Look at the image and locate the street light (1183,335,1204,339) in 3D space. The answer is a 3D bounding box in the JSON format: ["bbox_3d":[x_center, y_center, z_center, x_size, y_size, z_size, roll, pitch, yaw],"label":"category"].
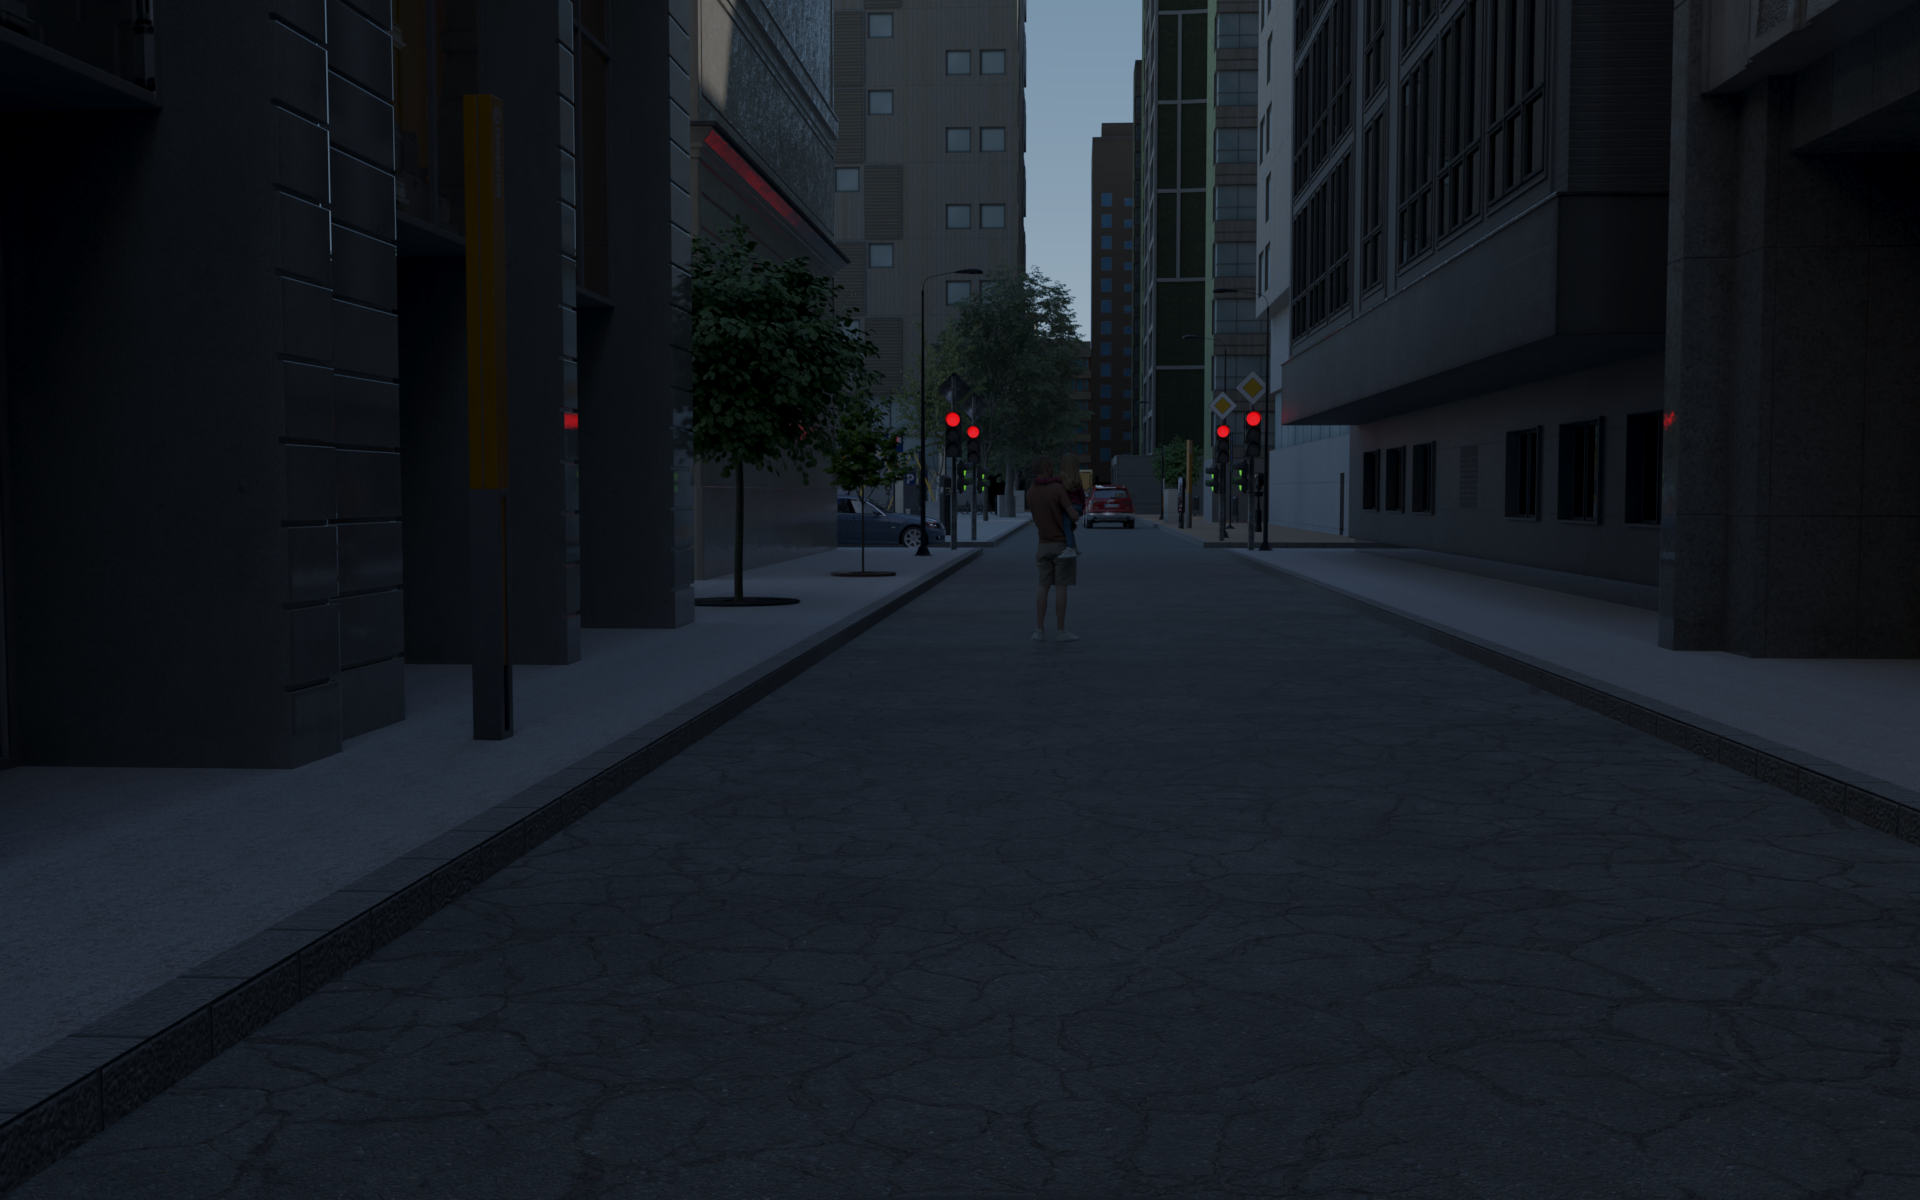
[{"bbox_3d":[7.202,-4.780,50.692,1.470,5.913,1.316,0,4,4],"label":"street light"}]

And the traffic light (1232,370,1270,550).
[{"bbox_3d":[6.624,-3.089,39.427,0.839,4.253,0.868,0,4,4],"label":"traffic light"}]

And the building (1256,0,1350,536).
[{"bbox_3d":[24.455,-28.638,57.469,27.495,52.752,28.713,0,4,4],"label":"building"}]

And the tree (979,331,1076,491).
[{"bbox_3d":[4.285,-12.205,117.672,7.486,12.596,7.792,0,3,0],"label":"tree"}]

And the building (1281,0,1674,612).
[{"bbox_3d":[13.454,-14.225,26.091,14.314,27.812,24.014,0,4,4],"label":"building"}]

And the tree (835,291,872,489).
[{"bbox_3d":[-4.640,-6.633,58.819,4.360,8.622,3.978,0,3,0],"label":"tree"}]

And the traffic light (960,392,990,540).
[{"bbox_3d":[0.404,-3.603,47.824,0.839,4.253,0.868,0,4,4],"label":"traffic light"}]

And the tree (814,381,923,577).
[{"bbox_3d":[-1.618,-1.985,27.058,1.663,3.219,1.824,0,3,0],"label":"tree"}]

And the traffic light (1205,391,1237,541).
[{"bbox_3d":[7.151,-3.576,47.395,0.839,4.253,0.868,0,4,4],"label":"traffic light"}]

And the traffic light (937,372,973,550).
[{"bbox_3d":[-0.123,-3.115,39.856,0.839,4.253,0.868,0,4,4],"label":"traffic light"}]

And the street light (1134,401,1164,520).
[{"bbox_3d":[9.546,-6.965,86.414,1.470,5.913,1.316,0,4,4],"label":"street light"}]

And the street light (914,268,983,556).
[{"bbox_3d":[-0.228,-3.869,35.793,1.470,5.913,1.316,0,4,4],"label":"street light"}]

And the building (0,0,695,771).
[{"bbox_3d":[-8.991,-13.738,2.105,11.434,29.767,29.804,0,4,4],"label":"building"}]

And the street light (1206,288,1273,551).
[{"bbox_3d":[6.379,-4.071,39.095,1.470,5.913,1.316,0,4,4],"label":"street light"}]

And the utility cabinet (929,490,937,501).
[{"bbox_3d":[-1.154,-5.469,98.093,1.173,1.500,0.318,-1,4,-9],"label":"utility cabinet"}]

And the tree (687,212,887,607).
[{"bbox_3d":[-2.555,-2.231,20.197,4.285,4.588,4.351,0,3,0],"label":"tree"}]

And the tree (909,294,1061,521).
[{"bbox_3d":[0.989,-9.027,81.998,8.767,10.594,7.601,3,5,40],"label":"tree"}]

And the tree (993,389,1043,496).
[{"bbox_3d":[3.418,-9.436,104.644,4.360,8.622,3.978,0,3,0],"label":"tree"}]

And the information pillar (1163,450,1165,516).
[{"bbox_3d":[10.894,-6.207,92.844,0.183,3.616,0.504,1,4,12],"label":"information pillar"}]

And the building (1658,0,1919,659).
[{"bbox_3d":[11.197,-11.344,3.491,12.078,24.808,19.932,0,4,4],"label":"building"}]

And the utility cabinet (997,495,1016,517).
[{"bbox_3d":[2.593,-5.208,96.306,1.020,1.237,0.306,-2,4,-25],"label":"utility cabinet"}]

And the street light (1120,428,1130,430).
[{"bbox_3d":[12.010,-9.165,122.385,1.470,5.913,1.316,0,4,4],"label":"street light"}]

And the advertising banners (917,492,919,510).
[{"bbox_3d":[-3.129,-7.309,115.686,2.074,3.025,0.090,3,5,43],"label":"advertising banners"}]

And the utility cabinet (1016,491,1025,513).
[{"bbox_3d":[3.692,-6.505,115.027,1.173,1.500,0.318,0,4,7],"label":"utility cabinet"}]

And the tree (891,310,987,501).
[{"bbox_3d":[-0.904,-7.319,70.033,4.737,8.622,4.395,0,3,0],"label":"tree"}]

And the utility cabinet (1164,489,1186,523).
[{"bbox_3d":[9.417,-4.114,75.941,1.173,1.500,0.318,-3,5,-42],"label":"utility cabinet"}]

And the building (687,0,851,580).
[{"bbox_3d":[-17.529,-12.227,33.196,30.059,22.955,16.112,0,4,4],"label":"building"}]

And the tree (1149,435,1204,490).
[{"bbox_3d":[12.143,-6.872,96.068,4.285,4.588,4.351,0,3,0],"label":"tree"}]

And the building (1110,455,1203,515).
[{"bbox_3d":[20.262,-41.097,110.186,20.563,71.187,20.611,0,4,4],"label":"building"}]

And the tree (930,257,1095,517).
[{"bbox_3d":[2.807,-11.522,95.047,9.857,13.997,8.962,0,3,0],"label":"tree"}]

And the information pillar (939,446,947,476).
[{"bbox_3d":[-0.742,-5.201,76.393,0.183,3.616,0.504,-2,4,-32],"label":"information pillar"}]
